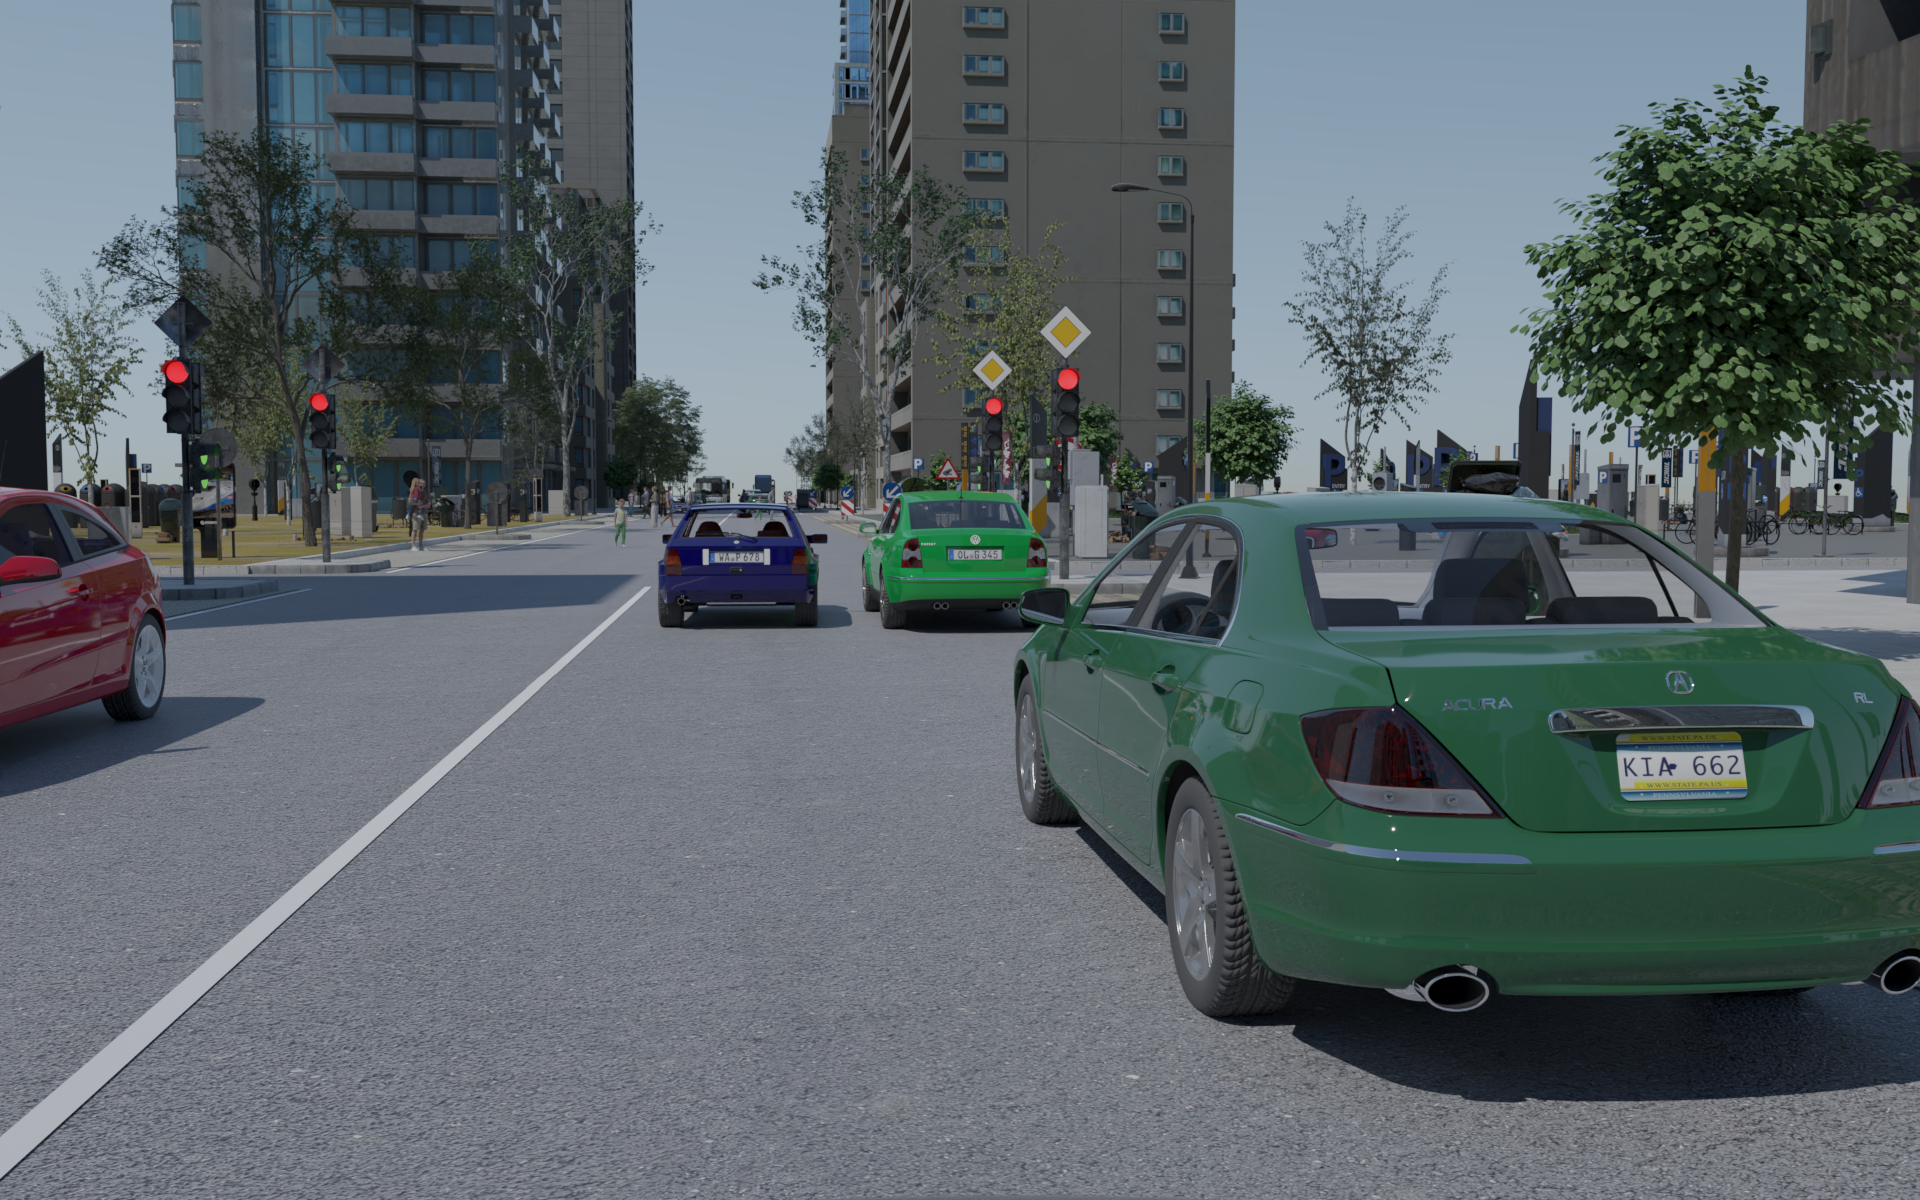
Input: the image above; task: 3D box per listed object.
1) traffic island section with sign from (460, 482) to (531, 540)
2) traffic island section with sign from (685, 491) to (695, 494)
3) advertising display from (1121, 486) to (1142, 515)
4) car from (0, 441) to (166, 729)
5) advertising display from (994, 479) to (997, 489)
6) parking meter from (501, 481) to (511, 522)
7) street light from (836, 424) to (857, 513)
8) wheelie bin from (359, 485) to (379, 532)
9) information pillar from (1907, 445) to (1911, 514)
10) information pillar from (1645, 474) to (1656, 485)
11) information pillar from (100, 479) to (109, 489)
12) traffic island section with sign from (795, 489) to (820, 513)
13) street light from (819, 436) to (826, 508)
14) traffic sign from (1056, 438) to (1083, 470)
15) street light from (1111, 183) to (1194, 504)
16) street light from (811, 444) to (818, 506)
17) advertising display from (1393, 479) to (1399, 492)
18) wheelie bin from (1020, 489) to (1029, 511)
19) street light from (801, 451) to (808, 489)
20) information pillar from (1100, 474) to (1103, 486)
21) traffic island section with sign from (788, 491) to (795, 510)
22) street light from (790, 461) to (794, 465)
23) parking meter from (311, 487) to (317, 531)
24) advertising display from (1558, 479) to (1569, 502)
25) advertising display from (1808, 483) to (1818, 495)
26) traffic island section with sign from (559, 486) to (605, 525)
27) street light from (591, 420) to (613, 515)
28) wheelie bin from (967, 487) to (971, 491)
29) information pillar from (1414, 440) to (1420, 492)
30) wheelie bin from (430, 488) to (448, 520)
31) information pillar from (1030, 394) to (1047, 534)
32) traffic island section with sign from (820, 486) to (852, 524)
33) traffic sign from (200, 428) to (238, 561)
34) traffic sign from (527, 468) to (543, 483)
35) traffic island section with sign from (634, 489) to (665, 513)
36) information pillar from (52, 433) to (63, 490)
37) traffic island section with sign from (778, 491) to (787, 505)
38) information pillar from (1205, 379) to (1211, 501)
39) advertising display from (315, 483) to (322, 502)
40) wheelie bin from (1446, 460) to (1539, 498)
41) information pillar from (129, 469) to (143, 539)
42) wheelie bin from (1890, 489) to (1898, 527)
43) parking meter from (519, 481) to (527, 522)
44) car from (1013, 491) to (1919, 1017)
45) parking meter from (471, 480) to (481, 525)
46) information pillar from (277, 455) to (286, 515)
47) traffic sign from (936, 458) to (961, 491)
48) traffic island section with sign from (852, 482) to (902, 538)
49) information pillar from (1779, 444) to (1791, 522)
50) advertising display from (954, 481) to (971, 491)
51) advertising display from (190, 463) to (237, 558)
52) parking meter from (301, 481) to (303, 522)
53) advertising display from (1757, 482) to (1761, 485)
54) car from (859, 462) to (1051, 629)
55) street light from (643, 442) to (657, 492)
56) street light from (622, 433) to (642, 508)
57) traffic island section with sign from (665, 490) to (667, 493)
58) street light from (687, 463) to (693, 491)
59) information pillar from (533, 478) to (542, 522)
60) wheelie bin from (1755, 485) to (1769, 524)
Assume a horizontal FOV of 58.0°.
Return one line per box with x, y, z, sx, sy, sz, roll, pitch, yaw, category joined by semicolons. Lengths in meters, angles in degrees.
-14.514;-2.791;54.268;1.989;1.847;2.006;0;4;-7;traffic island section with sign
-33.348;-12.476;212.602;1.989;1.847;2.006;0;4;-7;traffic island section with sign
7.689;-4.431;77.652;0.974;1.923;0.123;-1;4;-11;advertising display
-5.863;-0.027;9.481;2.155;1.783;4.494;0;4;-7;car
1.160;-4.346;76.277;0.974;1.923;0.123;2;4;31;advertising display
-20.541;-4.442;78.331;0.399;1.863;0.255;1;4;13;parking meter
-7.531;-8.711;114.972;1.470;5.913;1.316;0;4;-7;street light
-20.044;-3.081;58.285;0.693;1.594;0.980;1;4;13;wheelie bin
44.292;-5.470;80.792;0.183;3.616;0.504;1;4;18;information pillar
25.500;-3.639;63.989;0.304;2.012;0.304;0;4;5;information pillar
-42.186;-4.950;85.430;0.304;2.012;0.304;0;4;-8;information pillar
-11.378;-7.561;132.253;1.989;1.847;2.006;0;4;-7;traffic island section with sign
-10.321;-10.137;138.288;1.470;5.913;1.316;0;4;-7;street light
2.372;-2.357;38.636;0.768;2.556;0.104;0;4;2;traffic sign
2.952;-3.276;26.105;1.470;5.913;1.316;0;4;-7;street light
-13.168;-11.564;161.608;1.470;5.913;1.316;0;4;-7;street light
18.422;-4.213;74.089;0.974;1.923;0.123;-3;5;-41;advertising display
3.621;-5.616;99.737;0.693;1.594;0.980;-1;4;-17;wheelie bin
-15.869;-12.976;184.698;1.470;5.913;1.316;0;4;-7;street light
5.984;-5.000;73.106;0.183;3.616;0.504;0;4;1;information pillar
-14.559;-9.198;159.021;1.989;1.847;2.006;0;4;-7;traffic island section with sign
-22.855;-16.583;243.670;1.470;5.913;1.316;0;4;-7;street light
-22.458;-3.147;59.870;0.372;1.533;0.369;0;3;0;parking meter
25.529;-4.149;73.050;0.974;1.923;0.123;-3;5;-41;advertising display
49.790;-5.867;101.139;0.974;1.923;0.123;-3;5;-39;advertising display
-17.690;-4.429;81.036;1.989;1.847;2.006;0;4;-7;traffic island section with sign
-22.348;-8.299;108.229;1.470;5.913;1.316;0;4;-7;street light
0.568;-4.408;79.979;0.693;1.594;0.980;-1;4;-18;wheelie bin
19.758;-5.109;74.895;0.183;3.616;0.504;2;4;35;information pillar
-25.378;-4.676;84.369;0.980;1.594;0.693;-3;4;-36;wheelie bin
1.830;-3.017;40.682;0.504;3.616;0.183;-3;4;-39;information pillar
-5.577;-4.577;83.468;1.989;1.847;2.006;0;4;-7;traffic island section with sign
-14.290;-2.034;33.366;0.768;2.556;0.104;0;4;-3;traffic sign
-20.435;-5.092;83.364;0.768;2.556;0.104;0;4;-2;traffic sign
-23.738;-7.538;131.878;1.989;1.847;2.006;0;4;-7;traffic island section with sign
-34.838;-4.622;66.920;0.504;3.616;0.183;2;4;27;information pillar
-24.437;-14.277;242.056;1.989;1.847;2.006;0;4;-7;traffic island section with sign
5.030;-2.680;35.173;0.183;3.616;0.504;0;4;7;information pillar
-36.301;-5.711;98.584;0.123;1.923;0.974;2;4;26;advertising display
4.944;-0.508;16.221;0.980;1.594;0.693;0;4;5;wheelie bin
-23.741;-2.776;49.884;0.304;2.012;0.304;-1;4;-22;information pillar
34.012;-3.410;63.668;0.980;1.594;0.693;-1;4;-19;wheelie bin
-19.853;-4.466;78.730;0.255;1.863;0.399;0;4;0;parking meter
1.361;0.338;6.272;2.131;1.459;4.920;0;4;-7;car
-20.375;-4.106;72.850;0.255;1.863;0.399;1;4;18;parking meter
-40.891;-6.915;104.420;0.504;3.616;0.183;-3;5;-40;information pillar
-0.422;-3.755;61.399;0.884;2.594;0.081;0;4;1;traffic sign
-2.384;-2.940;56.702;1.989;1.847;2.006;0;4;-7;traffic island section with sign
38.367;-5.454;80.524;0.183;3.616;0.504;-2;4;-25;information pillar
0.133;-4.924;85.728;0.974;1.923;0.123;-3;4;-37;advertising display
-15.009;-1.801;34.658;0.974;1.923;0.123;-1;4;-15;advertising display
-29.647;-4.459;78.613;0.255;1.863;0.399;2;4;24;parking meter
42.986;-5.365;92.930;0.974;1.923;0.123;-3;5;-43;advertising display
-0.133;-0.676;19.855;1.959;1.807;4.718;0;4;-7;car
-27.962;-11.130;154.518;1.470;5.913;1.316;0;4;-7;street light
-25.083;-9.719;131.449;1.470;5.913;1.316;0;4;-7;street light
-26.930;-9.175;158.644;1.989;1.847;2.006;0;4;-7;traffic island section with sign
-37.766;-16.186;237.183;1.470;5.913;1.316;0;4;-7;street light
-19.520;-4.624;80.101;0.304;2.012;0.304;-2;4;-35;information pillar
28.695;-3.339;62.497;0.693;1.594;0.980;-3;5;-42;wheelie bin
